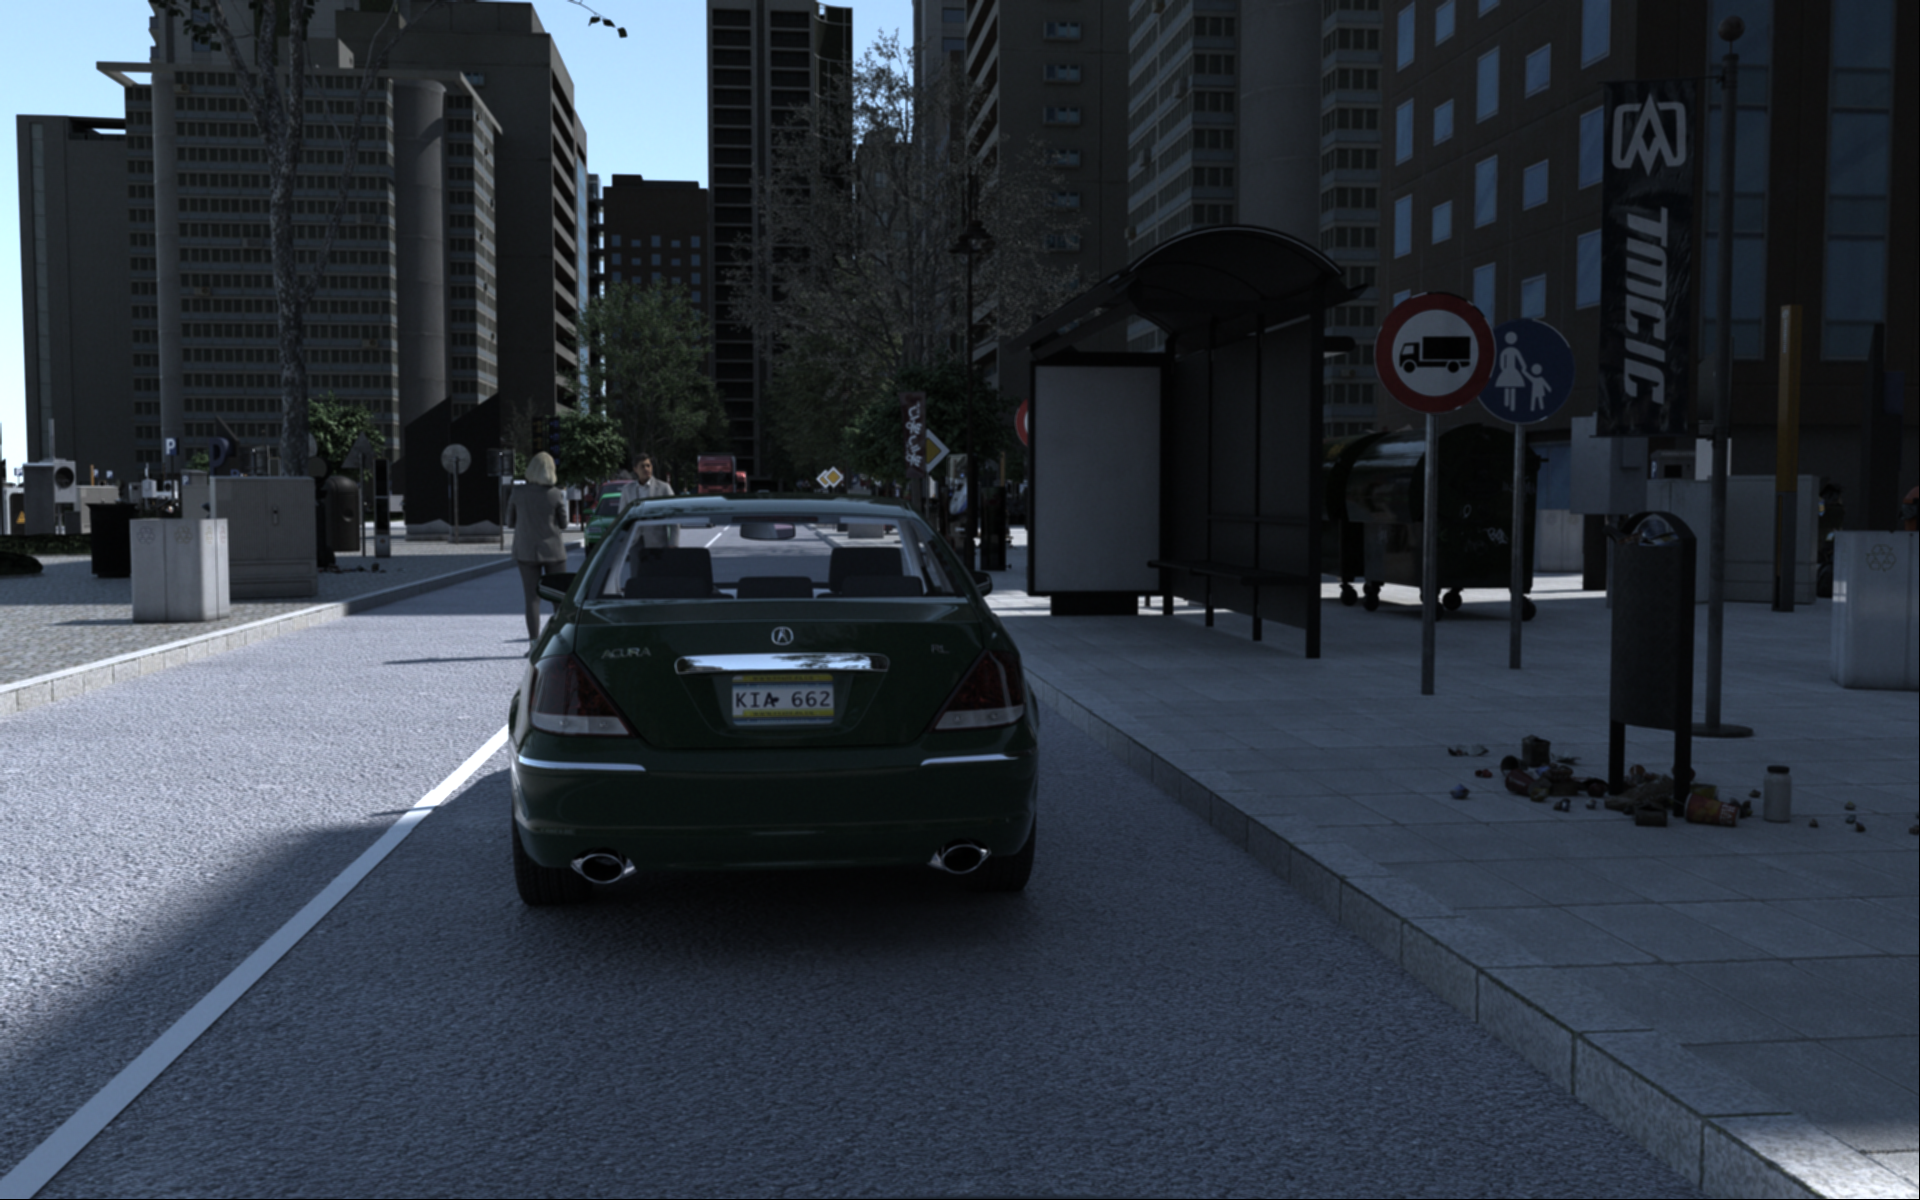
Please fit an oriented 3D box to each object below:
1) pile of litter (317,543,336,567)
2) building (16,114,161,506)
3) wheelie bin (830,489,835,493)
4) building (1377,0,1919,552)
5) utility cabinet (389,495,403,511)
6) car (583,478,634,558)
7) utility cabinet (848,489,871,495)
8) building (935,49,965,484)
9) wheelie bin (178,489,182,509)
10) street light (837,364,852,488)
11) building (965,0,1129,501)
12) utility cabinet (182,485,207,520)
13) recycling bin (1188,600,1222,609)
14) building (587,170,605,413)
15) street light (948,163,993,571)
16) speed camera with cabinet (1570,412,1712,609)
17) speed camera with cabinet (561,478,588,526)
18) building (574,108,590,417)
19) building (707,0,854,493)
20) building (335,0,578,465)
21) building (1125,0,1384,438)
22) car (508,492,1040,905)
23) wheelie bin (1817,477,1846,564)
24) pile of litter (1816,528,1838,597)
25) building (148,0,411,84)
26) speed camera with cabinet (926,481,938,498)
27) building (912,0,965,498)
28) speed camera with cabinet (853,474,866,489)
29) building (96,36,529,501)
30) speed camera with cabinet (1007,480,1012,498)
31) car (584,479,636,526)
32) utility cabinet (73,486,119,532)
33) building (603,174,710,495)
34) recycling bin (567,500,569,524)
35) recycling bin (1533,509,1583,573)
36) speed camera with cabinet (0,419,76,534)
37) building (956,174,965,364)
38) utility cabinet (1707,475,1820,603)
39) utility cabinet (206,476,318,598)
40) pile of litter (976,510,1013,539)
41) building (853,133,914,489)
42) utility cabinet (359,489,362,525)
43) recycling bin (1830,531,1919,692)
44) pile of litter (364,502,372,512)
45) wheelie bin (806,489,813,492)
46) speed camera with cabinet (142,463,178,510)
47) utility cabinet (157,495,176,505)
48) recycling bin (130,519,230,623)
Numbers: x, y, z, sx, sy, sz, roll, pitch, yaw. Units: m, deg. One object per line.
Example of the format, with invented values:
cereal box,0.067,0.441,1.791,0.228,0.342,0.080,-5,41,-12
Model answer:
pile of litter,-11.636,-0.990,30.155,1.176,0.858,1.719,3,5,44
building,-92.973,-30.998,190.415,14.086,41.232,14.154,0,4,-6
wheelie bin,-8.527,-6.411,112.720,0.980,1.594,0.693,3,5,40
building,19.368,-23.917,41.150,14.600,45.320,14.200,0,4,-6
utility cabinet,-33.493,-5.589,102.548,1.020,1.237,0.306,-3,5,-44
car,-7.408,-1.842,38.916,1.959,1.807,4.718,0,4,-7
utility cabinet,-4.776,-4.438,81.234,1.173,1.500,0.318,-2,4,-34
building,5.106,-31.984,173.042,14.600,45.320,14.200,0,4,-6
wheelie bin,-52.260,-6.641,116.492,0.980,1.594,0.693,1,4,11
street light,-4.112,-5.442,61.768,0.468,5.910,1.993,0,4,-6
building,12.194,-31.346,136.216,21.300,48.544,21.600,0,4,-6
utility cabinet,-18.837,-2.125,43.417,1.173,1.500,0.318,-1,4,-20
recycling bin,3.084,-0.440,19.754,0.722,1.027,0.722,-2,4,-27
building,-65.650,-38.498,249.047,30.456,49.044,23.786,0,4,-6
street light,0.140,-3.170,24.611,0.468,5.910,1.993,0,4,-6
speed camera with cabinet,7.906,-1.567,19.950,2.038,3.252,0.660,-2,4,-33
speed camera with cabinet,-15.879,-4.586,69.315,0.660,3.252,2.038,3,4,39
building,-49.814,-33.363,195.603,14.200,45.320,14.600,0,4,-6
building,-25.759,-49.709,250.989,20.611,71.187,20.563,0,4,-6
building,-50.706,-33.721,175.040,21.300,48.544,21.600,0,4,-6
building,23.287,-25.049,101.438,23.993,40.220,32.217,0,4,-6
car,-0.827,0.259,7.557,2.131,1.459,4.920,0,4,-7
wheelie bin,15.960,-1.473,31.992,0.693,1.594,0.980,1,4,17
pile of litter,11.277,-0.470,21.654,1.719,0.858,1.176,-3,5,-43
building,-71.285,-39.557,188.762,28.212,58.520,21.231,0,4,-6
speed camera with cabinet,-0.982,-6.717,104.155,2.038,3.252,0.660,0,4,4
building,5.279,-39.902,194.390,21.231,58.520,28.212,0,4,-6
speed camera with cabinet,-5.511,-6.905,107.232,2.038,3.252,0.660,0,4,4
building,-54.171,-28.133,151.857,32.217,40.220,23.993,0,4,-6
speed camera with cabinet,2.403,-7.217,112.336,2.038,3.252,0.660,-2,4,-34
car,-8.461,-2.201,44.654,2.281,1.827,5.304,0,4,-7
utility cabinet,-23.508,-2.355,47.177,0.318,1.500,1.173,2,4,26
building,-42.592,-36.431,245.761,14.200,45.320,14.600,0,4,-6
recycling bin,-17.010,-3.706,73.154,0.722,1.027,0.722,2,4,24
recycling bin,9.796,-0.979,28.563,0.722,1.027,0.722,0,4,-1
speed camera with cabinet,-24.021,-3.094,44.924,0.660,3.252,2.038,2,4,26
building,6.415,-23.714,159.426,14.160,30.474,14.107,0,4,-6
utility cabinet,9.487,-0.723,20.504,1.173,1.500,0.318,3,5,41
utility cabinet,-8.566,-0.774,21.326,1.173,1.500,0.318,-3,4,-37
pile of litter,0.993,-2.207,50.046,1.176,0.858,1.719,1,4,10
building,-2.031,-40.873,257.512,27.495,52.752,28.713,0,4,-6
utility cabinet,-24.894,-3.776,70.411,1.173,1.500,0.318,-2,4,-24
recycling bin,6.275,0.060,11.575,0.722,1.027,0.722,1,4,19
pile of litter,-33.083,-5.072,96.894,1.176,0.858,1.719,-3,5,-44
wheelie bin,-10.230,-6.770,118.599,0.980,1.594,0.693,-1,4,-14
speed camera with cabinet,-50.940,-7.091,110.277,2.038,3.252,0.660,0,4,2
utility cabinet,-49.817,-5.968,108.740,1.020,1.237,0.306,0,4,3
recycling bin,-7.919,-0.309,17.602,0.722,1.027,0.722,0,4,-2
